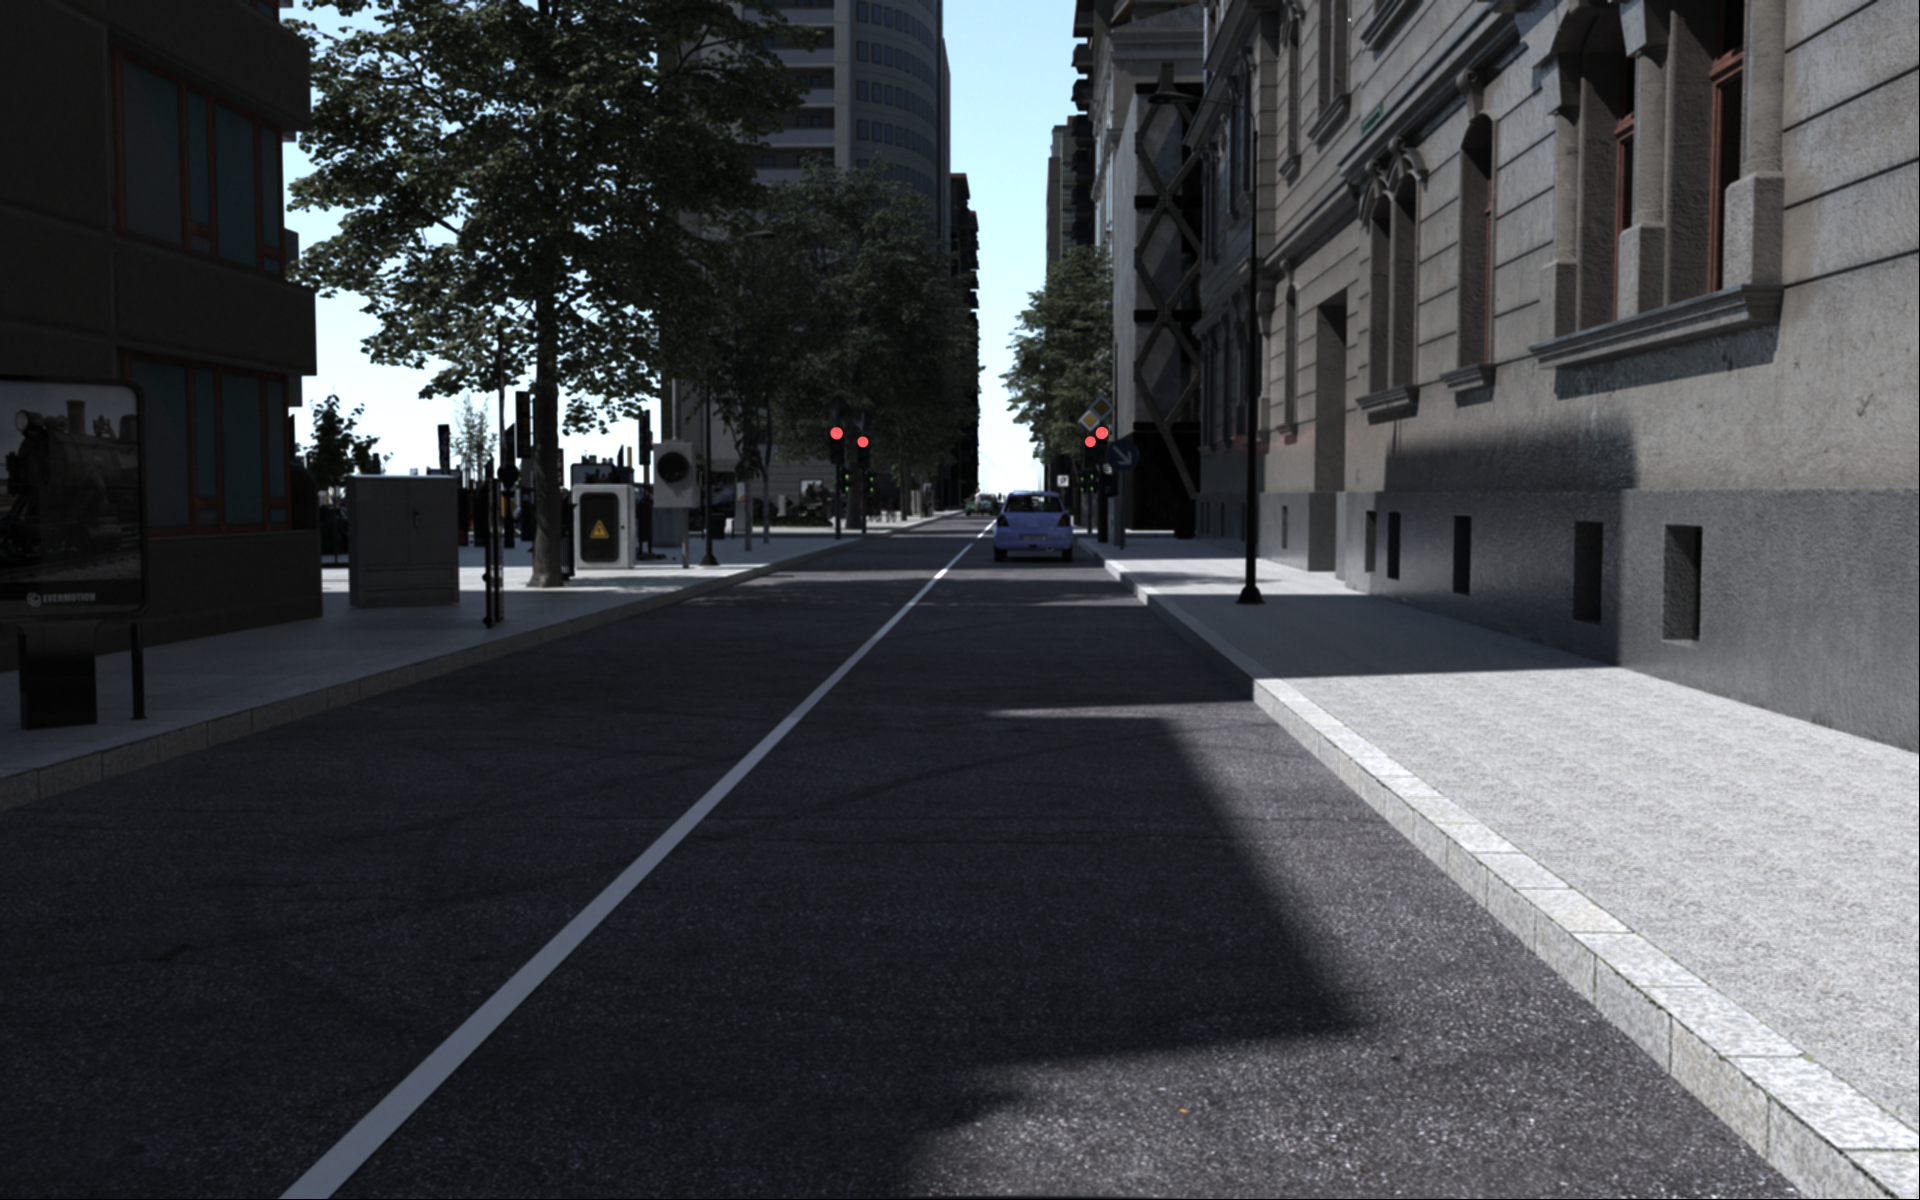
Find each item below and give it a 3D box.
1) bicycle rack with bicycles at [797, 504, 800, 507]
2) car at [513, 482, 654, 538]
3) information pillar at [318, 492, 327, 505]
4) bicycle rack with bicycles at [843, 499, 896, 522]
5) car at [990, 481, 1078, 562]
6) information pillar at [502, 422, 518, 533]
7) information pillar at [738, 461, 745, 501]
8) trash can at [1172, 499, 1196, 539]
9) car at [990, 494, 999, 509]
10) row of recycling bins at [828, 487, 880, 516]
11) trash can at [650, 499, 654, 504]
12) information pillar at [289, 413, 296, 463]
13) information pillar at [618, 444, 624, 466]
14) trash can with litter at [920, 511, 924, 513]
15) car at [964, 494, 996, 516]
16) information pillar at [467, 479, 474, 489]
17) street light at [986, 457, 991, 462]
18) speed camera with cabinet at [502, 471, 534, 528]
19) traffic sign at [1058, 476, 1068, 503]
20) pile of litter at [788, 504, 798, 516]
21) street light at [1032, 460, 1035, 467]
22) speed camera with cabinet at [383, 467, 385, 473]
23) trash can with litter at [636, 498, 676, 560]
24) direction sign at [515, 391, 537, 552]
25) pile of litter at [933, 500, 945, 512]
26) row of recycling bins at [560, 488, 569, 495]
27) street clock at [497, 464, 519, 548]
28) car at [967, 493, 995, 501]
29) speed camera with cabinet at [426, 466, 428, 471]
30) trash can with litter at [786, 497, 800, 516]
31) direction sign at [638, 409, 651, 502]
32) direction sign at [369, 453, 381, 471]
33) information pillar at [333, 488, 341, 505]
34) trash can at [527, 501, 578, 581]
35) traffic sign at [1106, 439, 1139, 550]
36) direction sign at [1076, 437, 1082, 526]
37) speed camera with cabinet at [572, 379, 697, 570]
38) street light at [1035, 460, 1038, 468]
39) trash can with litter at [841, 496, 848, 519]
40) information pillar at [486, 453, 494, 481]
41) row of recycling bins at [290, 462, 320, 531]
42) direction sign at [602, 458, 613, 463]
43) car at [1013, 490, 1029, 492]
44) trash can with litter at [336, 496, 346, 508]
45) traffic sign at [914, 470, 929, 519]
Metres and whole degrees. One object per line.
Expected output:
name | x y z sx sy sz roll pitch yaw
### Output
bicycle rack with bicycles | -9.255 -6.150 113.936 2.852 0.926 2.925 3 5 42
car | -11.272 -2.771 53.971 5.304 1.827 2.281 0 4 3
information pillar | -34.290 -6.218 93.025 0.504 3.616 0.183 -1 4 -9
bicycle rack with bicycles | -4.241 -4.024 79.180 2.852 0.926 2.925 -1 4 -11
car | 1.620 -1.732 37.904 1.945 1.707 3.694 0 4 3
information pillar | -14.692 -3.981 56.438 0.504 3.616 0.183 -3 5 -44
information pillar | -15.555 -8.059 123.114 0.504 3.616 0.183 -1 4 -17
trash can | 6.384 -2.294 49.165 0.748 1.137 0.748 0 3 0
car | 2.511 -8.850 153.485 1.959 1.807 4.718 0 4 1
row of recycling bins | -6.232 -5.806 102.045 3.534 1.692 1.069 -3 4 -37
trash can | -8.629 -2.322 49.615 0.748 1.137 0.748 0 3 0
information pillar | -19.507 -3.605 50.292 0.504 3.616 0.183 0 4 5
information pillar | -15.829 -5.480 80.952 0.183 3.616 0.504 1 4 11
trash can with litter | -3.084 -6.552 118.177 2.233 1.210 1.678 -2 4 -24
car | 1.329 -6.324 115.201 2.131 1.459 4.920 0 4 2
information pillar | -23.452 -4.805 83.057 0.304 2.012 0.304 -1 4 -22
street light | 2.758 -14.927 216.598 1.470 5.913 1.316 0 4 2
speed camera with cabinet | -16.413 -4.318 64.938 2.038 3.252 0.660 0 4 -7
traffic sign | 5.685 -5.710 95.490 0.606 2.300 0.079 0 4 8
pile of litter | -7.667 -3.854 76.972 1.176 0.858 1.719 1 4 10
street light | 9.592 -14.408 208.117 1.470 5.913 1.316 0 4 2
speed camera with cabinet | -40.798 -7.777 121.496 0.660 3.252 2.038 2 4 30
trash can with litter | -6.394 -1.394 33.844 1.678 1.210 2.233 1 4 10
direction sign | -9.405 -2.832 38.302 0.876 3.537 0.379 -3 5 -43
pile of litter | -1.836 -6.903 126.830 1.719 0.858 1.176 -2 4 -24
row of recycling bins | -24.392 -6.403 111.796 3.534 1.692 1.069 1 4 19
street clock | -10.751 -2.243 41.245 0.358 2.002 0.471 3 5 43
car | 1.585 -7.340 129.050 2.155 1.783 4.494 0 4 3
speed camera with cabinet | -37.460 -7.757 121.158 0.660 3.252 2.038 1 4 13
trash can with litter | -8.541 -4.680 87.907 1.055 1.170 0.624 -1 4 -19
direction sign | -8.478 -3.340 46.605 0.379 3.537 0.876 -2 4 -29
direction sign | -32.339 -6.310 95.165 0.876 3.537 0.379 -2 4 -24
information pillar | -36.602 -6.750 101.710 0.183 3.616 0.504 3 4 39
trash can | -6.031 -0.858 25.687 0.748 1.137 0.748 0 3 0
traffic sign | 3.747 -2.440 40.001 0.768 2.556 0.104 1 4 8
direction sign | 4.858 -4.729 69.311 0.379 3.537 0.876 0 4 5
speed camera with cabinet | -5.553 -2.154 29.560 2.038 3.252 0.660 0 4 -1
street light | 7.540 -10.962 151.776 1.470 5.913 1.316 0 4 2
trash can with litter | -5.836 -4.769 89.366 0.624 1.170 1.055 -2 4 -35
information pillar | -26.433 -6.516 97.894 0.183 3.616 0.504 0 4 1
row of recycling bins | -9.913 -0.908 21.957 3.534 1.692 1.069 0 4 -3
direction sign | -21.911 -7.081 107.775 0.876 3.537 0.379 2 4 29
car | 5.608 -9.146 158.204 2.281 1.827 5.304 0 4 3
trash can with litter | -28.764 -4.215 79.979 2.233 1.210 1.678 2 4 29
traffic sign | -2.028 -5.548 90.815 0.768 2.556 0.104 0 4 5
